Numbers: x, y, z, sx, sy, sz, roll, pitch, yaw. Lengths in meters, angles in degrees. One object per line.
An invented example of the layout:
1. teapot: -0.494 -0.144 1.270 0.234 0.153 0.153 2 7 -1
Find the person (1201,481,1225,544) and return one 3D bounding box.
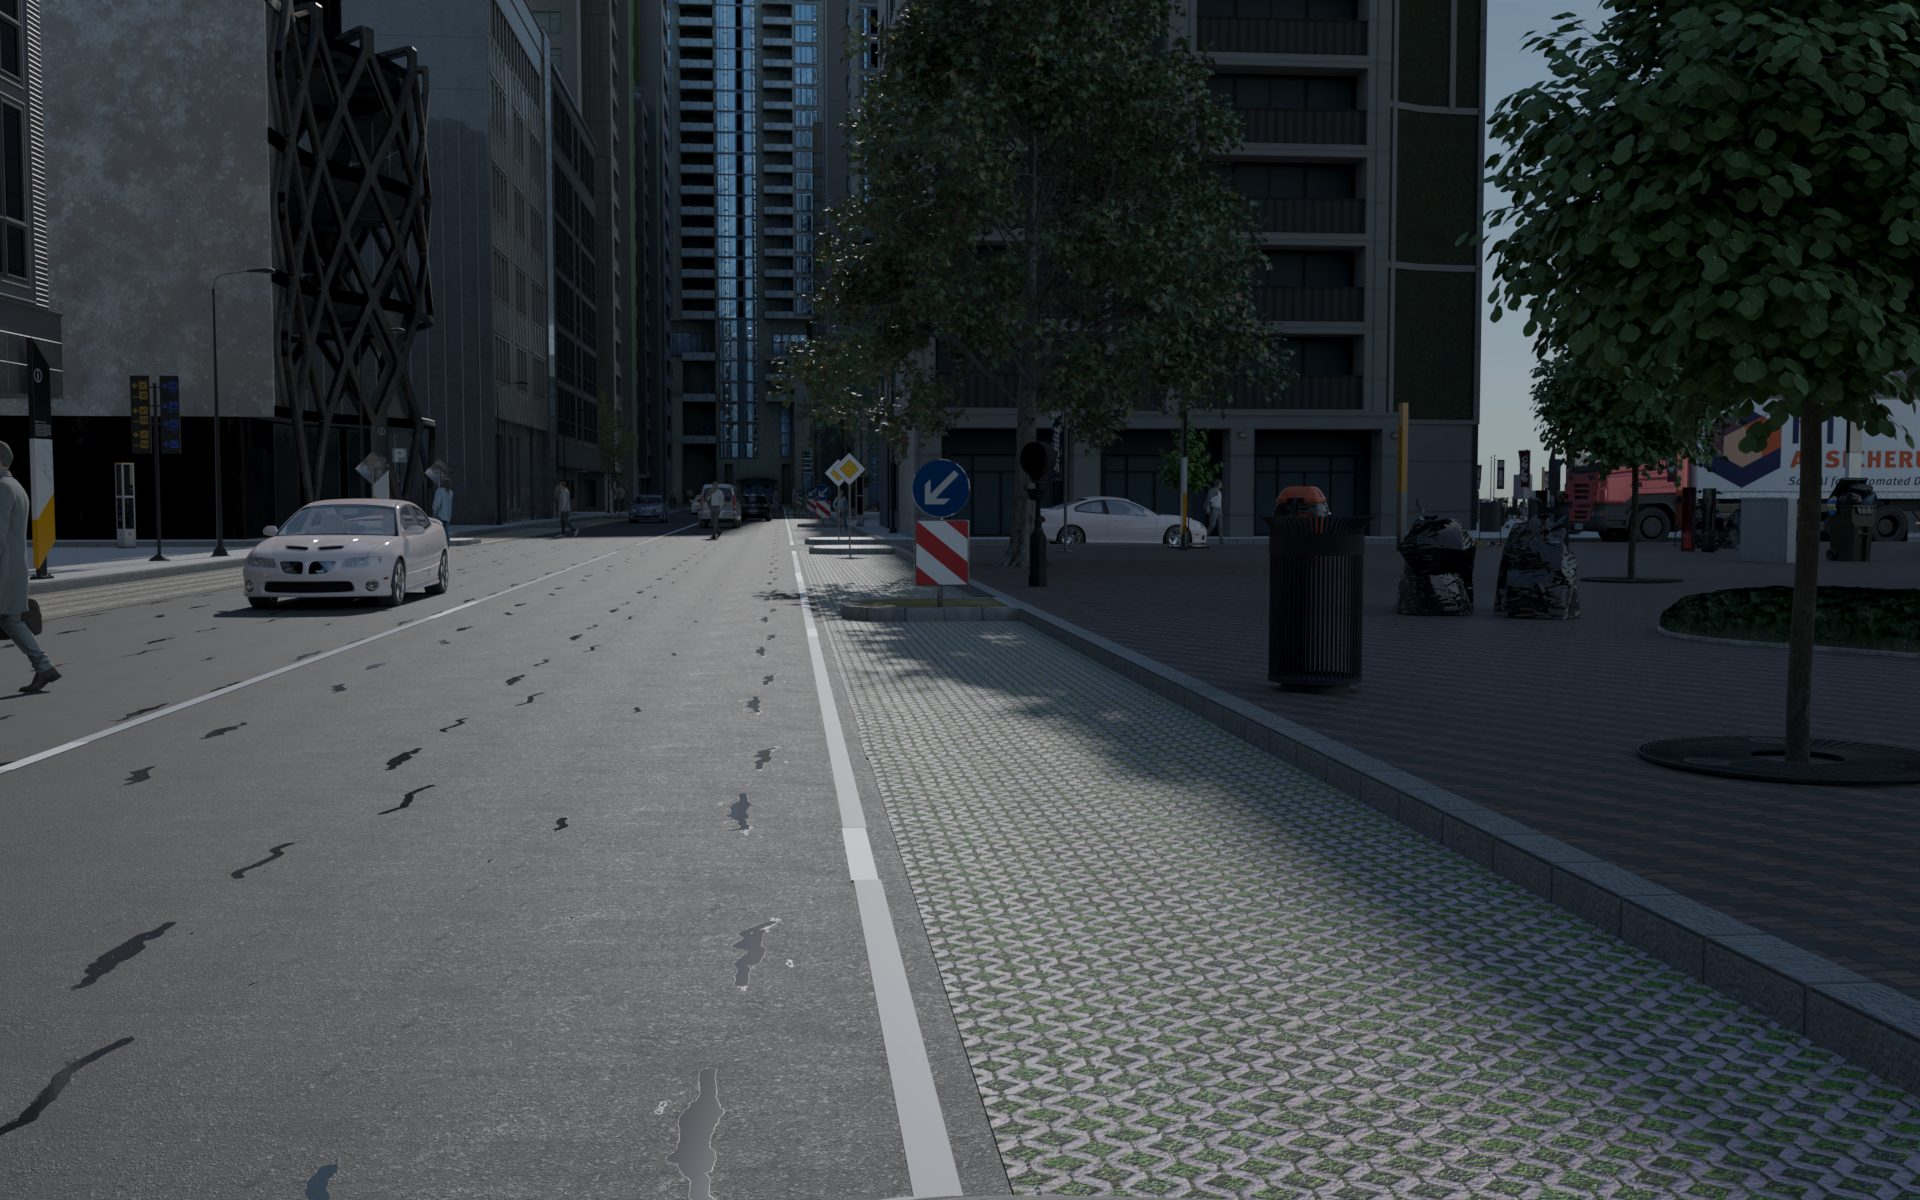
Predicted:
1. person: 6.973 -2.379 47.502 0.850 1.850 0.679 2 4 32

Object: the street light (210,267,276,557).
1. street light: -14.723 -3.857 35.602 1.470 5.913 1.316 0 4 -6

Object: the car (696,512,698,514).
1. car: -18.701 -7.089 128.481 1.945 1.354 3.894 0 4 -5

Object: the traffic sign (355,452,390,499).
1. traffic sign: -13.875 -2.282 40.953 0.795 2.450 0.064 0 4 -6

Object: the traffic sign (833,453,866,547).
1. traffic sign: -2.688 -2.351 42.085 0.795 2.450 0.064 0 4 -6

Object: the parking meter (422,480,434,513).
1. parking meter: -21.456 -3.923 69.856 0.399 1.863 0.255 0 4 -2

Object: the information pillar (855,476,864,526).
1. information pillar: -4.006 -3.950 69.080 0.304 2.012 0.304 -1 4 -9

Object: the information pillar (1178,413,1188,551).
1. information pillar: 5.080 -2.933 39.309 0.183 3.616 0.504 0 4 1

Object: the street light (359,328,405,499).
1. street light: -16.221 -4.649 48.556 1.470 5.913 1.316 0 4 -6

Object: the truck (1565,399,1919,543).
1. truck: 22.161 -3.640 48.426 11.283 4.237 2.839 0 4 -4

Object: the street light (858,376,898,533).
1. street light: -2.728 -5.132 56.450 1.470 5.913 1.316 0 4 -6

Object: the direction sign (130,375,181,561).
1. direction sign: -15.381 -2.518 33.173 0.876 3.537 0.379 -1 4 -9

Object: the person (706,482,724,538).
1. person: -8.003 -2.933 56.556 0.679 1.850 0.850 2 4 23

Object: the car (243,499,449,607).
1. car: -8.204 -0.681 23.497 2.083 1.381 4.827 0 4 -5

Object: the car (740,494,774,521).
1. car: -10.929 -5.040 92.192 2.009 1.686 4.222 0 4 -4

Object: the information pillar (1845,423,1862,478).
1. information pillar: 18.095 -2.675 35.099 0.504 3.616 0.183 -2 4 -35

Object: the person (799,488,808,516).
1. person: -9.956 -6.253 110.986 0.529 1.795 0.600 -3 4 -36

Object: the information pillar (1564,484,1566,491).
1. information pillar: 42.468 -7.140 121.224 0.304 2.012 0.304 1 4 8

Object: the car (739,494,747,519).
1. car: -13.062 -5.472 99.252 2.009 1.686 4.222 0 4 -7

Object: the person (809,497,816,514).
1. person: -10.741 -7.091 125.902 0.593 1.643 0.415 -1 4 -13

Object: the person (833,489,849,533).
1. person: -4.382 -3.270 63.778 0.589 1.601 0.330 0 4 -7

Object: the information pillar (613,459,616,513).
1. information pillar: -23.085 -7.609 115.762 0.183 3.616 0.504 0 4 -6

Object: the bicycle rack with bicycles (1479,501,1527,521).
1. bicycle rack with bicycles: 26.850 -4.314 83.914 2.852 0.926 2.925 -1 4 -14

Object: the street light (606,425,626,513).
1. street light: -23.213 -8.835 116.987 1.470 5.913 1.316 0 4 -6

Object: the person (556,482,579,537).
1. person: -13.032 -3.004 57.468 0.795 1.843 0.661 0 4 -3

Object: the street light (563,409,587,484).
1. street light: -20.970 -7.442 94.213 1.470 5.913 1.316 0 4 -6

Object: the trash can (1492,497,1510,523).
1. trash can: 23.851 -3.959 76.391 0.748 1.137 0.748 0 3 0

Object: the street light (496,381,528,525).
1. street light: -18.465 -6.042 71.331 1.470 5.913 1.316 0 4 -6

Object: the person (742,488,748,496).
1. person: -13.151 -5.920 105.481 0.721 1.800 0.419 2 4 33

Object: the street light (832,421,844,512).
1. street light: -5.059 -6.524 79.215 1.470 5.913 1.316 0 4 -6

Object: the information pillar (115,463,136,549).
1. information pillar: -19.717 -2.228 40.924 0.304 2.012 0.304 2 4 33

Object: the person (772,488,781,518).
1. person: -10.840 -5.739 102.423 0.778 1.811 0.616 2 4 35

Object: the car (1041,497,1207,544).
1. car: 4.075 -2.023 45.439 4.827 1.381 2.083 0 4 -6

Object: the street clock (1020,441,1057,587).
1. street clock: 1.079 -1.185 23.949 0.471 2.002 0.358 3 4 38

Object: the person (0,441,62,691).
1. person: -6.910 -0.233 12.416 0.767 1.812 0.694 -1 4 -18

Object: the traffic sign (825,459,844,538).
1. traffic sign: -3.509 -2.837 50.028 0.795 2.450 0.064 0 4 -6

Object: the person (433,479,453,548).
1. person: -12.108 -1.947 40.603 0.793 1.790 0.793 -1 4 -10

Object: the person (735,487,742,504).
1. person: -11.457 -4.901 88.808 0.661 1.801 0.590 1 4 22

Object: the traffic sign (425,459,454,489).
1. traffic sign: -14.696 -2.768 48.896 0.795 2.450 0.064 0 4 -6

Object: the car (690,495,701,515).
1. car: -17.923 -6.691 121.764 2.083 1.381 4.827 0 4 -8

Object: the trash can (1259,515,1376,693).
1. trash can: 2.327 0.020 11.327 0.748 1.137 0.748 0 3 0

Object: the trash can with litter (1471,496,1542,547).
1. trash can with litter: 13.433 -1.929 42.595 2.233 1.210 1.678 2 4 25

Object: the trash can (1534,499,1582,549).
1. trash can: 11.908 -1.413 34.758 0.748 1.137 0.748 0 3 0

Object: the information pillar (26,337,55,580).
1. information pillar: -13.864 -2.127 26.127 0.183 3.616 0.504 0 4 1

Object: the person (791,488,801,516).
1. person: -10.844 -6.412 113.462 0.853 1.813 0.709 -3 5 -41

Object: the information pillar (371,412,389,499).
1. information pillar: -16.548 -3.555 49.471 0.504 3.616 0.183 0 4 4

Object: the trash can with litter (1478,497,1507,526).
1. trash can with litter: 21.149 -3.510 68.779 1.055 1.170 0.624 2 4 34

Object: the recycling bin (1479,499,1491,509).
1. recycling bin: 28.335 -4.991 94.160 0.722 1.027 0.722 -3 4 -36

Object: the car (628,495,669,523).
1. car: -15.615 -4.588 87.010 2.014 1.417 4.499 0 4 -6

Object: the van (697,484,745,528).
1. van: -10.230 -4.091 73.893 2.013 2.044 4.112 0 4 -5
